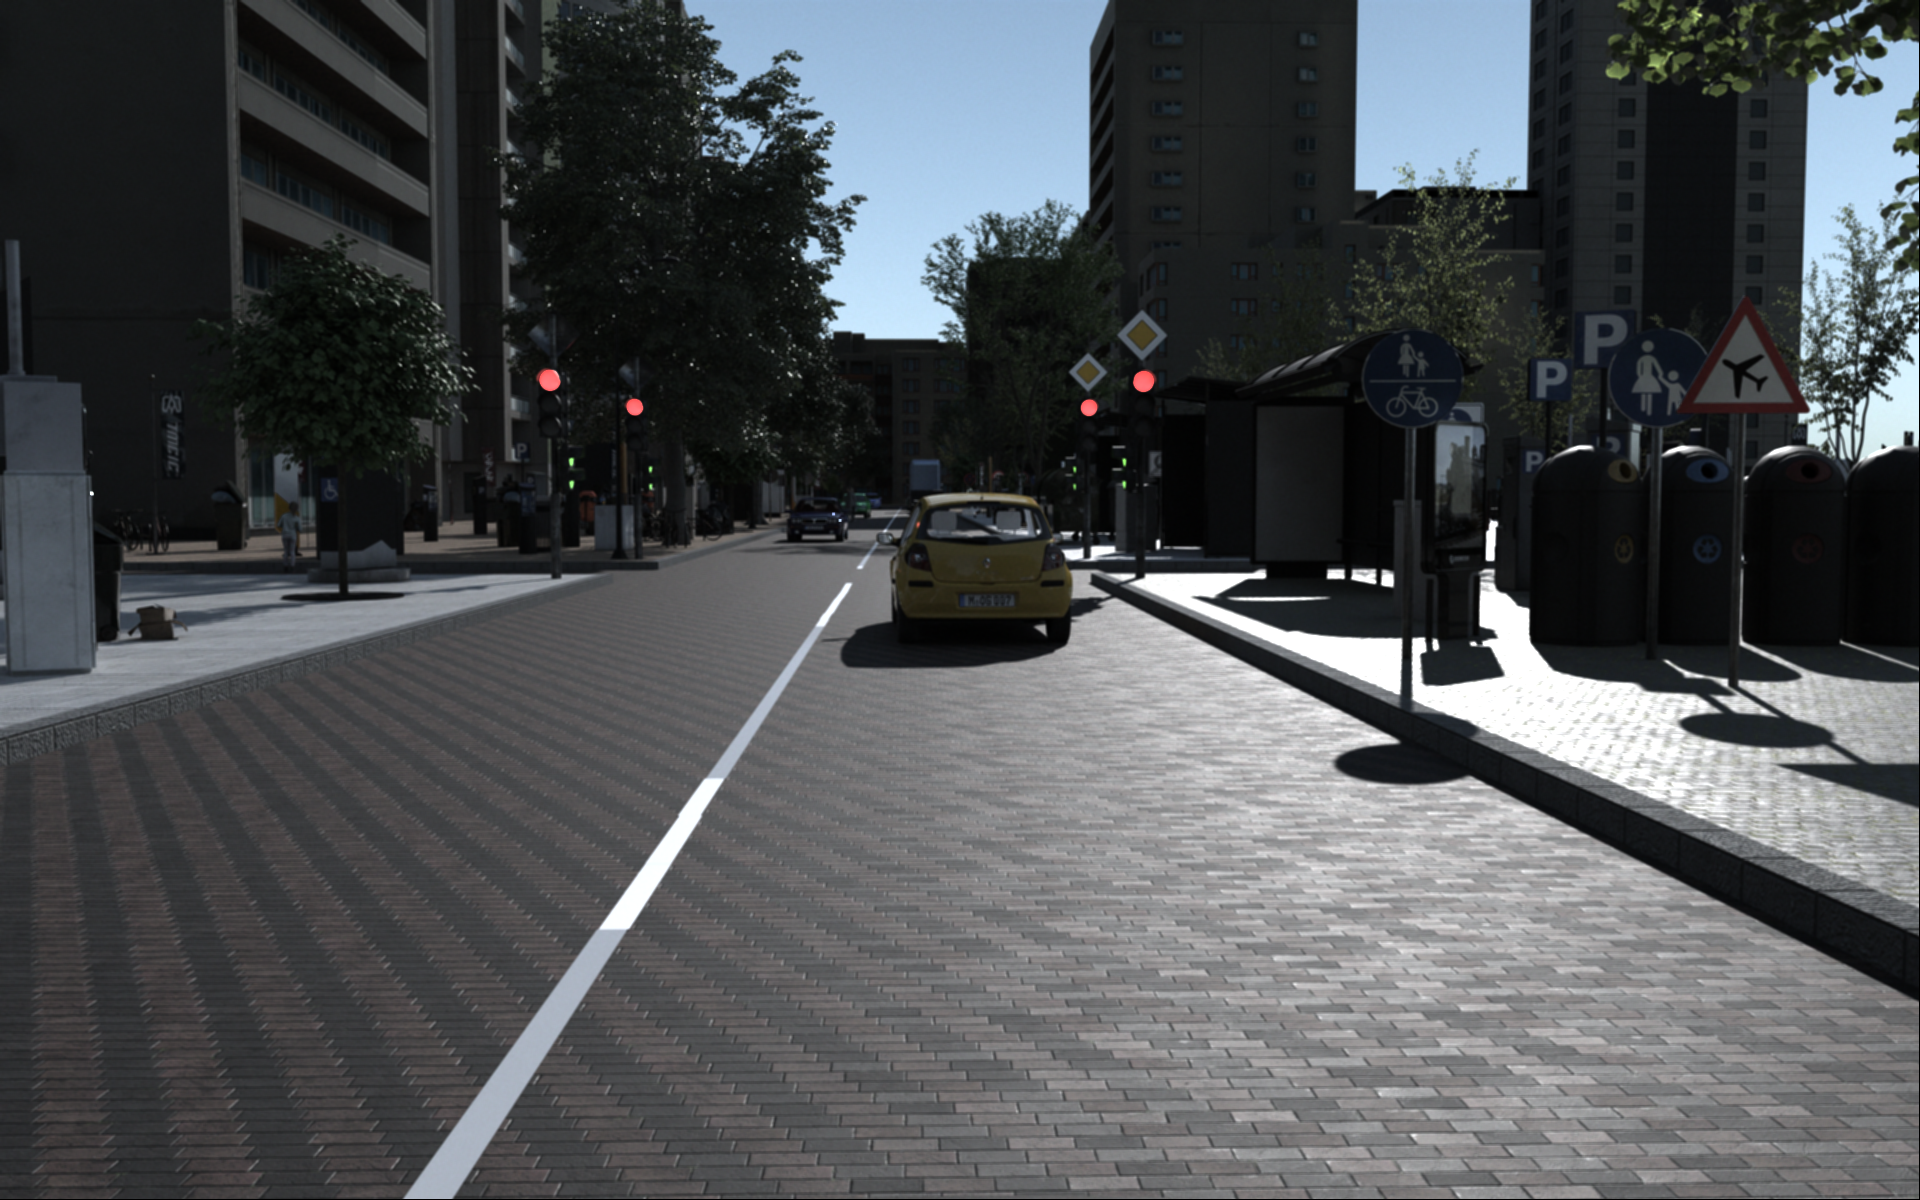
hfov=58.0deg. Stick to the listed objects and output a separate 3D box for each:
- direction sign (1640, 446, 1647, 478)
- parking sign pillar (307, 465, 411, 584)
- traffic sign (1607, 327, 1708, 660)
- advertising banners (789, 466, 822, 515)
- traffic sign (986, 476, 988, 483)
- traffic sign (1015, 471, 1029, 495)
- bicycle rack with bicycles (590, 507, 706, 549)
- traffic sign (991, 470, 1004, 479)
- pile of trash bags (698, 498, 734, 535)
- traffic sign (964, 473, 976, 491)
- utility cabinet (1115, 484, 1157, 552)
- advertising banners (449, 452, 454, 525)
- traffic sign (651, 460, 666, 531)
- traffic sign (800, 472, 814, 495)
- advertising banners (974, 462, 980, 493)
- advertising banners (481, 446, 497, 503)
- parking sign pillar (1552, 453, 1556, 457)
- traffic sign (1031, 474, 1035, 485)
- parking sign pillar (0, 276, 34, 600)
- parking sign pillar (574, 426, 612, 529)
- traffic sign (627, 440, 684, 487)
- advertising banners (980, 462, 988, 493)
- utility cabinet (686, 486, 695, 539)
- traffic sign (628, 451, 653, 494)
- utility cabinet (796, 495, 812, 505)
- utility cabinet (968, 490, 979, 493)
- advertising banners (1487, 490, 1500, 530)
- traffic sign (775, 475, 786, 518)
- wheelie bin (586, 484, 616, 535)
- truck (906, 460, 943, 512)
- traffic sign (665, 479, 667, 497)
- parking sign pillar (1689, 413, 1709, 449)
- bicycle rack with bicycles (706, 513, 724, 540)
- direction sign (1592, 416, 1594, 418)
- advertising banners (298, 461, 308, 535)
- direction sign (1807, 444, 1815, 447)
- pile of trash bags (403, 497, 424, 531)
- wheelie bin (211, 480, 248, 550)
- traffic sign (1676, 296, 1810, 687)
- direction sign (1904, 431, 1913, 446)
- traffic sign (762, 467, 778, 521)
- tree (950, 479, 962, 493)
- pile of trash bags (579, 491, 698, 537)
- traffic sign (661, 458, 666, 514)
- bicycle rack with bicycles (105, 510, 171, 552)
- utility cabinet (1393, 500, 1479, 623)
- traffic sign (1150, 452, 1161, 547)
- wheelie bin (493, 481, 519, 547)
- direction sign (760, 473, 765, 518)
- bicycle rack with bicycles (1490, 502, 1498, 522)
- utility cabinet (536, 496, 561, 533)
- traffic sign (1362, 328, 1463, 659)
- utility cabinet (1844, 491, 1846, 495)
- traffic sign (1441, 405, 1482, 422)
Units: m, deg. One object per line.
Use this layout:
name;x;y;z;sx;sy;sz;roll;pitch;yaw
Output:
direction sign;32.502;-5.484;81.657;0.876;3.537;0.379;2;4;35
parking sign pillar;-8.853;-2.260;25.417;1.447;3.967;1.447;1;4;15
traffic sign;5.363;-0.810;13.356;0.768;2.556;0.104;0;4;8
advertising banners;-9.540;-6.770;106.871;2.074;3.025;0.090;0;4;-6
traffic sign;2.015;-6.638;108.634;0.768;2.556;0.104;0;4;5
traffic sign;3.416;-5.838;95.559;0.768;2.556;0.104;0;4;6
bicycle rack with bicycles;-7.659;-1.743;41.886;2.852;0.926;2.925;0;4;-8
traffic sign;2.074;-5.679;92.963;0.768;2.556;0.104;0;4;4
pile of trash bags;-8.891;-2.792;55.394;3.447;1.369;1.912;2;4;24
traffic sign;0.604;-6.432;105.273;0.768;2.556;0.104;0;4;3
utility cabinet;3.894;-1.806;38.204;0.318;1.500;1.173;3;5;40
advertising banners;-21.189;-4.643;72.093;0.090;3.025;2.074;-1;4;-13
traffic sign;-10.707;-3.720;60.930;0.768;2.556;0.104;0;4;5
traffic sign;-8.499;-5.865;96.001;0.768;2.556;0.104;0;4;2
advertising banners;0.833;-5.889;92.480;0.090;3.025;2.074;0;4;4
advertising banners;-16.562;-4.137;63.820;2.074;3.025;0.090;-1;4;-11
parking sign pillar;36.250;-7.181;105.881;1.447;3.967;1.447;0;4;8
traffic sign;4.864;-6.724;110.043;0.768;2.556;0.104;0;4;4
parking sign pillar;-12.122;-2.010;21.329;1.447;3.967;1.447;-2;4;-30
parking sign pillar;-13.649;-4.646;64.434;1.447;3.967;1.447;-2;4;-25
traffic sign;-11.495;-4.349;64.982;2.265;3.308;0.079;0;4;3
advertising banners;1.636;-6.078;95.566;0.090;3.025;2.074;3;4;37
utility cabinet;-7.741;-2.490;49.384;0.318;1.500;1.173;0;4;-6
traffic sign;-9.289;-3.073;50.352;0.768;2.556;0.104;0;4;5
utility cabinet;-8.222;-4.823;90.018;1.020;1.237;0.306;0;4;-6
utility cabinet;0.804;-5.830;104.000;0.318;1.500;1.173;1;4;21
advertising banners;18.846;-4.044;62.300;2.074;3.025;0.090;2;4;25
traffic sign;-9.478;-5.455;91.322;0.606;2.300;0.079;0;4;6
wheelie bin;-11.238;-2.816;53.951;0.980;1.594;0.693;3;5;42
truck;-2.400;-8.559;129.701;2.967;4.110;18.799;0;4;-3
traffic sign;-10.841;-3.916;64.127;0.768;2.556;0.104;0;4;1
parking sign pillar;21.833;-3.835;51.180;1.447;3.967;1.447;2;4;26
bicycle rack with bicycles;-8.227;-2.067;47.172;2.925;0.926;2.852;1;4;15
direction sign;18.399;-3.576;50.457;0.379;3.537;0.876;1;4;22
advertising banners;-15.034;-2.746;41.088;2.074;3.025;0.090;1;4;12
direction sign;38.498;-5.321;78.992;0.876;3.537;0.379;0;4;-3
pile of trash bags;-19.315;-3.049;59.596;1.912;1.369;3.447;0;4;0
wheelie bin;-16.740;-1.944;39.692;0.693;1.594;0.980;-1;4;-13
traffic sign;5.161;-0.702;11.484;0.884;2.594;0.081;0;4;-1
direction sign;34.378;-4.333;62.849;0.876;3.537;0.379;-3;5;-44
traffic sign;-8.887;-4.952;81.068;0.768;2.556;0.104;0;4;2
tree;-0.221;-11.749;186.691;1.663;3.219;1.824;0;3;0
pile of trash bags;-9.853;-2.603;52.308;3.447;1.369;1.912;0;4;0
traffic sign;-10.565;-3.752;61.454;0.768;2.556;0.104;0;4;7
bicycle rack with bicycles;-19.197;-1.568;39.025;2.852;0.926;2.925;-2;4;-30
utility cabinet;4.861;-0.399;17.685;0.306;1.237;1.020;-2;4;-24
traffic sign;4.826;-2.408;41.506;0.606;2.300;0.079;0;4;3
wheelie bin;-10.924;-2.096;42.170;0.980;1.594;0.693;3;5;42
direction sign;-10.468;-6.077;91.356;0.379;3.537;0.876;-2;4;-26
bicycle rack with bicycles;25.225;-4.091;80.274;2.925;0.926;2.852;0;4;4
utility cabinet;-13.563;-2.782;56.642;1.020;1.237;0.306;-1;4;-18
traffic sign;3.481;-0.814;13.410;0.768;2.556;0.104;0;4;5
utility cabinet;19.017;-1.741;37.138;1.173;1.500;0.318;3;4;37
traffic sign;5.559;-1.062;19.497;0.606;2.300;0.079;0;4;4
